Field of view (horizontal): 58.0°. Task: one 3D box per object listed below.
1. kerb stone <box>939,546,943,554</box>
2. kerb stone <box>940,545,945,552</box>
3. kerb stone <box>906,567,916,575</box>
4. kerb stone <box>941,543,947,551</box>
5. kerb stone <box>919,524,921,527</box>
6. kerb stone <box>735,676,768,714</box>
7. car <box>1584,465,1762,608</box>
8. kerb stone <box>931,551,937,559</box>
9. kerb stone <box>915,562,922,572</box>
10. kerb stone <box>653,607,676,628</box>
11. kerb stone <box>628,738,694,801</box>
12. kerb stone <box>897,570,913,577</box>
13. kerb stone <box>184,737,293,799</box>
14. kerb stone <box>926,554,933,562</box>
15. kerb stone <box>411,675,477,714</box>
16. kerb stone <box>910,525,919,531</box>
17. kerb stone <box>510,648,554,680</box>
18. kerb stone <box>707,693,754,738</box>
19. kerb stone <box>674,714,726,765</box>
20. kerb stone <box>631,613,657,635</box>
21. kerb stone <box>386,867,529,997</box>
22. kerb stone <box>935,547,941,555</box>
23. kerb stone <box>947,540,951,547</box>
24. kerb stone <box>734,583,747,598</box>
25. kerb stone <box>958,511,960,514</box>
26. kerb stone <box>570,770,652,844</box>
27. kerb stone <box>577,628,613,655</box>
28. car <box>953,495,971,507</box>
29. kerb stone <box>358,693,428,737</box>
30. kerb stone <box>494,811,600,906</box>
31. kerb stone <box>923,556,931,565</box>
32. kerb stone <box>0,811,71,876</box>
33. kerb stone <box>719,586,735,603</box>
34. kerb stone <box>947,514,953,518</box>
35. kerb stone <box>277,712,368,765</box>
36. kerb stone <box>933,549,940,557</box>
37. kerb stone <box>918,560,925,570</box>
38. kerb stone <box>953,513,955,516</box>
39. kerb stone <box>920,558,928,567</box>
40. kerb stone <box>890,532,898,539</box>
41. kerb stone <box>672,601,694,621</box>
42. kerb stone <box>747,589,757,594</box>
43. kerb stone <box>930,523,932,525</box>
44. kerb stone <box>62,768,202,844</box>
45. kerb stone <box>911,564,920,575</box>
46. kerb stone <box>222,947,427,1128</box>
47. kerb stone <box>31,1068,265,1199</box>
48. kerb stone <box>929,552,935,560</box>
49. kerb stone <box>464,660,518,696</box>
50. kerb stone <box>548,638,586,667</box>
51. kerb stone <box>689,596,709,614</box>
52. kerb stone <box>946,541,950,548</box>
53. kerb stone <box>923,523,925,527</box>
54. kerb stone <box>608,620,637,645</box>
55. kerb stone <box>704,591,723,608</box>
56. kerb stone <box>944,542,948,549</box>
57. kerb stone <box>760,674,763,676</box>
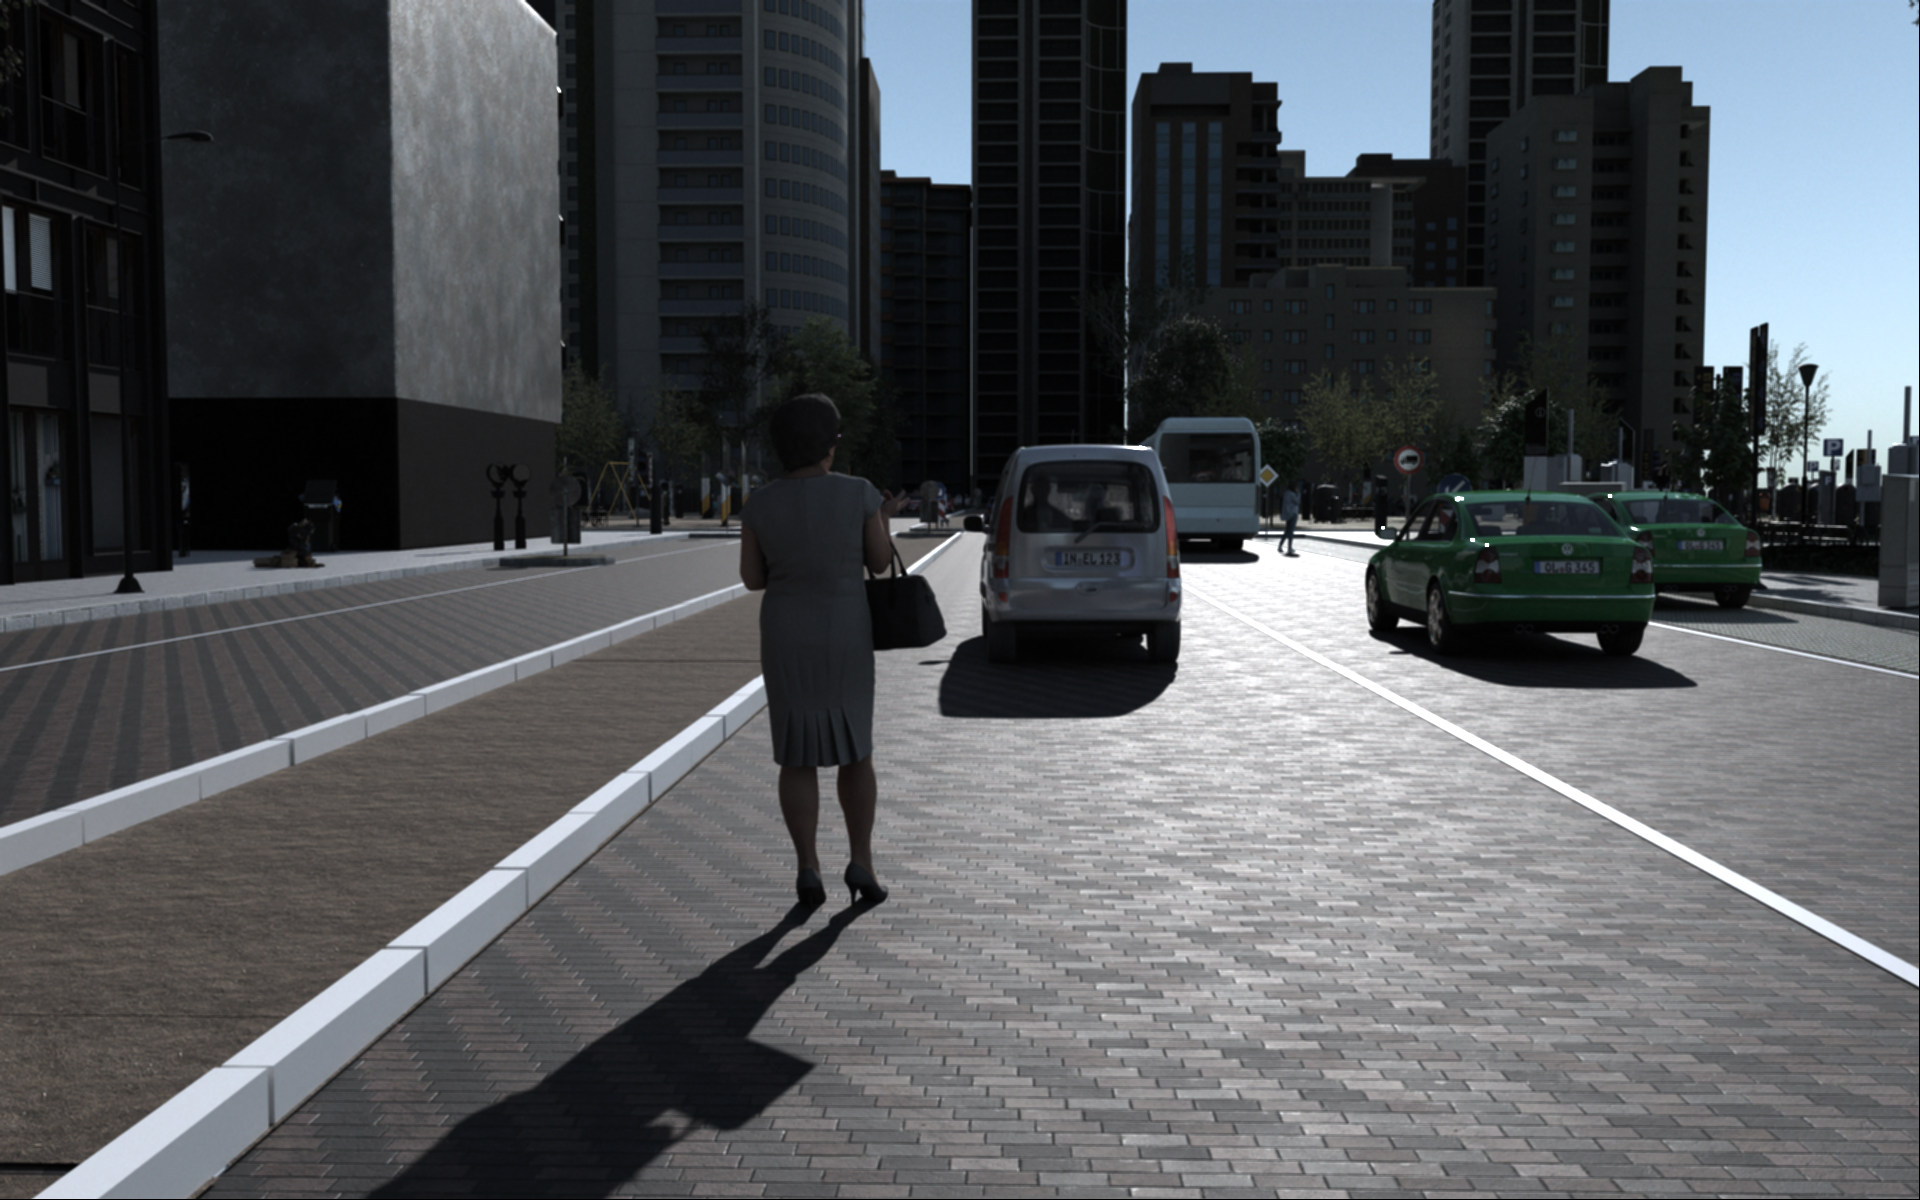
[{"bbox_3d":[-0.525,-1.106,40.274,0.120,0.150,1.000,0,4,2],"label":"kerb stone"},{"bbox_3d":[-0.505,-1.168,41.297,0.120,0.150,1.000,0,4,2],"label":"kerb stone"},{"bbox_3d":[-0.864,-0.415,28.988,0.120,0.150,1.000,0,4,2],"label":"kerb stone"},{"bbox_3d":[-0.467,-1.231,42.324,0.120,0.150,1.000,0,4,2],"label":"kerb stone"},{"bbox_3d":[-1.765,-2.896,69.542,0.120,0.150,1.000,0,4,2],"label":"kerb stone"},{"bbox_3d":[-1.381,0.649,11.577,0.120,0.150,1.000,0,4,2],"label":"kerb stone"},{"bbox_3d":[8.951,-0.872,23.050,1.959,1.807,4.718,0,4,1],"label":"car"},{"bbox_3d":[-0.625,-0.912,37.195,0.120,0.150,1.000,0,4,2],"label":"kerb stone"},{"bbox_3d":[-0.803,-0.541,31.038,0.120,0.150,1.000,0,4,2],"label":"kerb stone"},{"bbox_3d":[-3.268,0.209,18.823,0.120,0.150,1.000,0,4,2],"label":"kerb stone"},{"bbox_3d":[-1.471,0.837,8.506,0.120,0.150,1.000,0,4,2],"label":"kerb stone"},{"bbox_3d":[-0.892,-0.352,27.967,0.120,0.150,1.000,0,4,2],"label":"kerb stone"},{"bbox_3d":[-3.577,0.838,8.562,0.120,0.150,1.000,0,4,2],"label":"kerb stone"},{"bbox_3d":[-0.683,-0.791,35.147,0.120,0.150,1.000,0,4,2],"label":"kerb stone"},{"bbox_3d":[-3.478,0.646,11.634,0.120,0.150,1.000,0,4,2],"label":"kerb stone"},{"bbox_3d":[-1.797,-2.828,68.515,0.120,0.150,1.000,0,4,2],"label":"kerb stone"},{"bbox_3d":[-3.418,0.521,13.677,0.120,0.150,1.000,0,4,2],"label":"kerb stone"},{"bbox_3d":[-1.407,0.712,10.554,0.120,0.150,1.000,0,4,2],"label":"kerb stone"},{"bbox_3d":[-1.444,0.779,9.532,0.120,0.150,1.000,0,4,2],"label":"kerb stone"},{"bbox_3d":[-3.304,0.269,17.793,0.120,0.150,1.000,0,4,2],"label":"kerb stone"},{"bbox_3d":[-1.560,1.029,5.431,0.120,0.150,1.000,0,4,2],"label":"kerb stone"},{"bbox_3d":[-0.563,-1.043,39.244,0.120,0.150,1.000,0,4,2],"label":"kerb stone"},{"bbox_3d":[-0.375,-1.414,45.398,0.120,0.150,1.000,0,4,2],"label":"kerb stone"},{"bbox_3d":[-3.112,-0.107,23.947,0.120,0.150,1.000,0,4,2],"label":"kerb stone"},{"bbox_3d":[-0.273,-5.968,119.774,0.120,0.150,1.000,0,4,2],"label":"kerb stone"},{"bbox_3d":[-1.508,0.900,7.480,0.120,0.150,1.000,0,4,2],"label":"kerb stone"},{"bbox_3d":[-3.355,0.395,15.741,0.120,0.150,1.000,0,4,2],"label":"kerb stone"},{"bbox_3d":[0.196,-10.958,191.525,2.083,1.381,4.827,0,4,1],"label":"car"},{"bbox_3d":[-3.507,0.717,10.612,0.120,0.150,1.000,0,4,2],"label":"kerb stone"},{"bbox_3d":[-1.531,0.963,6.458,0.120,0.150,1.000,0,4,2],"label":"kerb stone"},{"bbox_3d":[-0.711,-0.729,34.123,0.120,0.150,1.000,0,4,2],"label":"kerb stone"},{"bbox_3d":[-3.630,0.959,6.519,0.120,0.150,1.000,0,4,2],"label":"kerb stone"},{"bbox_3d":[-3.147,-0.044,22.919,0.120,0.150,1.000,0,4,2],"label":"kerb stone"},{"bbox_3d":[-0.636,-5.214,107.490,0.120,0.150,1.000,0,4,2],"label":"kerb stone"},{"bbox_3d":[-3.538,0.771,9.590,0.120,0.150,1.000,0,4,2],"label":"kerb stone"},{"bbox_3d":[-0.586,-0.980,38.222,0.120,0.150,1.000,0,4,2],"label":"kerb stone"},{"bbox_3d":[-0.776,-0.603,32.061,0.120,0.150,1.000,0,4,2],"label":"kerb stone"},{"bbox_3d":[-0.581,-5.342,109.534,0.120,0.150,1.000,0,4,2],"label":"kerb stone"},{"bbox_3d":[-0.744,-0.666,33.090,0.120,0.150,1.000,0,4,2],"label":"kerb stone"},{"bbox_3d":[-2.146,-2.112,56.734,0.120,0.150,1.000,0,4,2],"label":"kerb stone"},{"bbox_3d":[-3.235,0.149,19.844,0.120,0.150,1.000,0,4,2],"label":"kerb stone"},{"bbox_3d":[-3.087,-0.167,24.968,0.120,0.150,1.000,0,4,2],"label":"kerb stone"},{"bbox_3d":[-1.486,-3.456,78.772,0.120,0.150,1.000,0,4,2],"label":"kerb stone"},{"bbox_3d":[-3.604,0.898,7.540,0.120,0.150,1.000,0,4,2],"label":"kerb stone"},{"bbox_3d":[-0.832,-0.478,30.017,0.120,0.150,1.000,0,4,2],"label":"kerb stone"},{"bbox_3d":[-1.593,1.094,4.410,0.120,0.150,1.000,0,4,2],"label":"kerb stone"},{"bbox_3d":[-1.624,1.152,3.382,0.120,0.150,1.000,0,4,2],"label":"kerb stone"},{"bbox_3d":[-0.654,-0.855,36.169,0.120,0.150,1.000,0,4,2],"label":"kerb stone"},{"bbox_3d":[-3.452,0.584,12.655,0.120,0.150,1.000,0,4,2],"label":"kerb stone"},{"bbox_3d":[-3.382,0.459,14.706,0.120,0.150,1.000,0,4,2],"label":"kerb stone"},{"bbox_3d":[-3.207,0.081,20.867,0.120,0.150,1.000,0,4,2],"label":"kerb stone"},{"bbox_3d":[-0.405,-1.355,44.375,0.120,0.150,1.000,0,4,2],"label":"kerb stone"},{"bbox_3d":[-1.671,-3.084,72.616,0.120,0.150,1.000,0,4,2],"label":"kerb stone"},{"bbox_3d":[-3.322,0.332,16.770,0.120,0.150,1.000,0,4,2],"label":"kerb stone"},{"bbox_3d":[-3.177,0.018,21.897,0.120,0.150,1.000,0,4,2],"label":"kerb stone"},{"bbox_3d":[-0.435,-1.294,43.345,0.120,0.150,1.000,0,4,2],"label":"kerb stone"},{"bbox_3d":[-1.346,0.591,12.604,0.120,0.150,1.000,0,4,2],"label":"kerb stone"}]
